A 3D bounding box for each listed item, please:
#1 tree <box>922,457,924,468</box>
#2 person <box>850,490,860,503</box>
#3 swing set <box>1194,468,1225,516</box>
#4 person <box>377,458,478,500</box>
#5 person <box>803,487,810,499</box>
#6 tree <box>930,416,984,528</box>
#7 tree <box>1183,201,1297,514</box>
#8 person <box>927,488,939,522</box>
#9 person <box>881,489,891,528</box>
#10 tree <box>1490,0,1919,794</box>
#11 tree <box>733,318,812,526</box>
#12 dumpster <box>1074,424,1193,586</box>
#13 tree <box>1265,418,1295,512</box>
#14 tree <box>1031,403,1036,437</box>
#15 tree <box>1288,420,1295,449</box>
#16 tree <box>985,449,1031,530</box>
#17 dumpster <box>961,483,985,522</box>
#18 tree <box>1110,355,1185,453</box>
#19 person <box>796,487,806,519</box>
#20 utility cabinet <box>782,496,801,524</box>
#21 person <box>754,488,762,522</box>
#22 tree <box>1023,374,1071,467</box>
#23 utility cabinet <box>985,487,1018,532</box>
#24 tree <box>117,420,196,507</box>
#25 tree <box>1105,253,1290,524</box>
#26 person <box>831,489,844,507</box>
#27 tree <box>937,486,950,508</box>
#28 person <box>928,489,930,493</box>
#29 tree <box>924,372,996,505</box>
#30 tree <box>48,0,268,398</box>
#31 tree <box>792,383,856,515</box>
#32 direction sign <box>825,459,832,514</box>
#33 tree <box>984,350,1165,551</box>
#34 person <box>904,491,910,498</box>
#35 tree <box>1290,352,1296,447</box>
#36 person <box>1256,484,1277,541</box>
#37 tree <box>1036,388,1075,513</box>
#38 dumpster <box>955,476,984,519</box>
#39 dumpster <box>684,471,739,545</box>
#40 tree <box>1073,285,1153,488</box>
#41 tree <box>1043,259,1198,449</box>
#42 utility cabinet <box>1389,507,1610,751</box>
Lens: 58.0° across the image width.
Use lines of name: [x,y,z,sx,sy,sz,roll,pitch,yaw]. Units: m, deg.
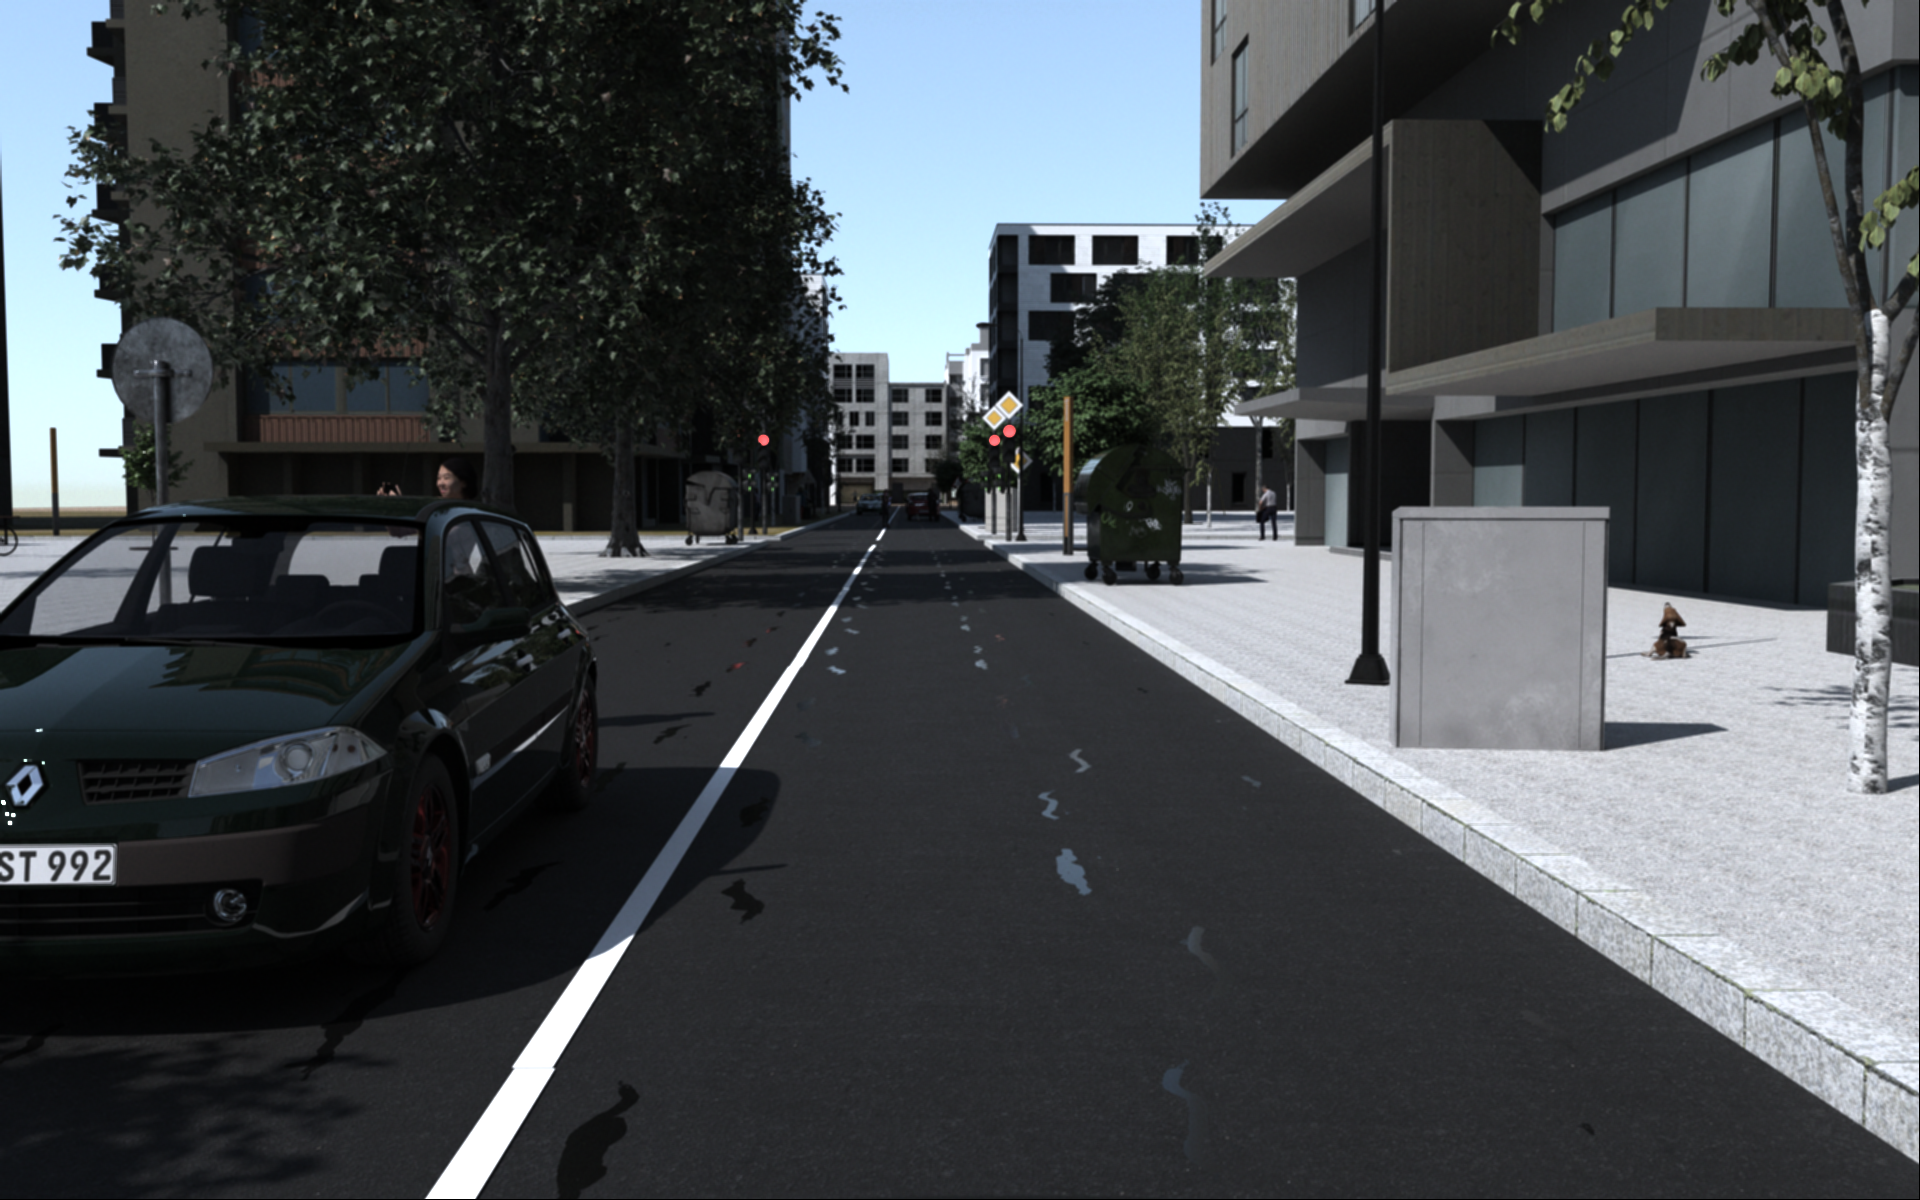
tree: [-2.257,-15.353,201.376,4.360,8.622,3.978,0,3,0]
person: [-11.911,-11.644,197.204,1.217,1.735,0.721,-1,4,-16]
swing set: [13.949,-6.509,104.041,3.119,2.851,2.862,2,4,31]
person: [-3.082,-0.008,10.087,0.566,1.644,0.517,-1,4,-15]
person: [-11.140,-7.301,125.547,0.598,1.807,0.434,1,4,23]
tree: [1.369,-4.995,65.375,4.285,4.588,4.351,0,3,0]
tree: [18.296,-15.740,113.241,12.611,20.169,13.585,0,3,0]
person: [-1.373,-4.891,89.153,0.600,1.739,0.565,3,4,37]
person: [-3.074,-3.870,73.244,0.593,1.643,0.415,3,4,36]
tree: [3.685,-3.473,7.139,4.737,8.622,4.395,0,3,0]
tree: [-7.534,-7.247,68.852,4.737,8.622,4.395,0,3,0]
dumpster: [2.483,-1.378,25.020,1.502,2.255,1.985,0,4,-2]
tree: [24.112,-10.752,126.157,4.360,8.622,3.978,0,3,0]
tree: [6.621,-10.293,118.649,4.360,8.622,3.978,0,3,0]
tree: [19.812,-9.272,86.007,7.601,10.594,8.767,2,4,24]
tree: [1.892,-4.099,61.615,1.663,3.219,1.824,0,3,0]
dumpster: [0.692,-4.492,79.198,1.264,1.857,1.865,0,4,-2]
tree: [8.981,-8.270,85.575,4.360,8.622,3.978,0,3,0]
person: [-7.550,-4.513,81.527,0.593,1.614,0.444,1,4,17]
utility cabinet: [-7.205,-3.840,73.941,0.306,1.237,1.020,-3,5,-39]
person: [-9.488,-4.463,80.970,0.435,1.587,0.963,2,4,30]
tree: [7.896,-11.709,125.862,8.767,10.594,7.601,1,4,13]
utility cabinet: [1.403,-3.045,58.457,1.173,1.500,0.318,3,5,40]
tree: [-18.500,-2.774,39.948,1.663,3.219,1.824,0,3,0]
tree: [9.870,-9.045,73.646,9.928,11.665,9.643,0,3,0]
person: [-12.625,-10.512,177.998,1.350,1.814,0.705,-1,4,-9]
tree: [-1.496,-10.344,163.723,1.663,3.219,1.824,0,3,0]
person: [-2.322,-7.335,128.296,0.599,1.838,0.709,2,4,25]
tree: [0.914,-9.500,105.691,4.360,8.622,3.978,0,3,0]
tree: [-6.238,-6.486,23.058,9.611,12.733,9.660,0,3,0]
tree: [-8.583,-9.645,108.053,4.360,8.622,3.978,0,3,0]
direction sign: [-8.613,-7.412,113.191,0.379,3.537,0.876,2,4,25]
tree: [2.983,-3.412,39.497,4.285,4.588,4.351,0,3,0]
person: [-5.455,-10.719,184.548,1.217,1.735,0.721,1,4,22]
tree: [22.957,-11.196,100.068,9.611,12.733,9.660,0,3,0]
person: [8.463,-2.417,47.777,0.614,1.554,0.590,-2,4,-35]
tree: [7.630,-9.419,104.367,4.360,8.622,3.978,0,3,0]
dumpster: [0.542,-5.334,89.698,1.502,2.255,1.985,0,4,-2]
dumpster: [-6.303,-2.334,43.922,1.264,1.857,1.865,0,4,-2]
tree: [6.429,-6.663,59.297,4.737,8.622,4.395,0,3,0]
tree: [8.600,-11.545,95.417,9.857,13.997,8.962,0,3,0]
utility cabinet: [2.724,0.144,8.801,1.020,1.237,0.306,0,4,7]
